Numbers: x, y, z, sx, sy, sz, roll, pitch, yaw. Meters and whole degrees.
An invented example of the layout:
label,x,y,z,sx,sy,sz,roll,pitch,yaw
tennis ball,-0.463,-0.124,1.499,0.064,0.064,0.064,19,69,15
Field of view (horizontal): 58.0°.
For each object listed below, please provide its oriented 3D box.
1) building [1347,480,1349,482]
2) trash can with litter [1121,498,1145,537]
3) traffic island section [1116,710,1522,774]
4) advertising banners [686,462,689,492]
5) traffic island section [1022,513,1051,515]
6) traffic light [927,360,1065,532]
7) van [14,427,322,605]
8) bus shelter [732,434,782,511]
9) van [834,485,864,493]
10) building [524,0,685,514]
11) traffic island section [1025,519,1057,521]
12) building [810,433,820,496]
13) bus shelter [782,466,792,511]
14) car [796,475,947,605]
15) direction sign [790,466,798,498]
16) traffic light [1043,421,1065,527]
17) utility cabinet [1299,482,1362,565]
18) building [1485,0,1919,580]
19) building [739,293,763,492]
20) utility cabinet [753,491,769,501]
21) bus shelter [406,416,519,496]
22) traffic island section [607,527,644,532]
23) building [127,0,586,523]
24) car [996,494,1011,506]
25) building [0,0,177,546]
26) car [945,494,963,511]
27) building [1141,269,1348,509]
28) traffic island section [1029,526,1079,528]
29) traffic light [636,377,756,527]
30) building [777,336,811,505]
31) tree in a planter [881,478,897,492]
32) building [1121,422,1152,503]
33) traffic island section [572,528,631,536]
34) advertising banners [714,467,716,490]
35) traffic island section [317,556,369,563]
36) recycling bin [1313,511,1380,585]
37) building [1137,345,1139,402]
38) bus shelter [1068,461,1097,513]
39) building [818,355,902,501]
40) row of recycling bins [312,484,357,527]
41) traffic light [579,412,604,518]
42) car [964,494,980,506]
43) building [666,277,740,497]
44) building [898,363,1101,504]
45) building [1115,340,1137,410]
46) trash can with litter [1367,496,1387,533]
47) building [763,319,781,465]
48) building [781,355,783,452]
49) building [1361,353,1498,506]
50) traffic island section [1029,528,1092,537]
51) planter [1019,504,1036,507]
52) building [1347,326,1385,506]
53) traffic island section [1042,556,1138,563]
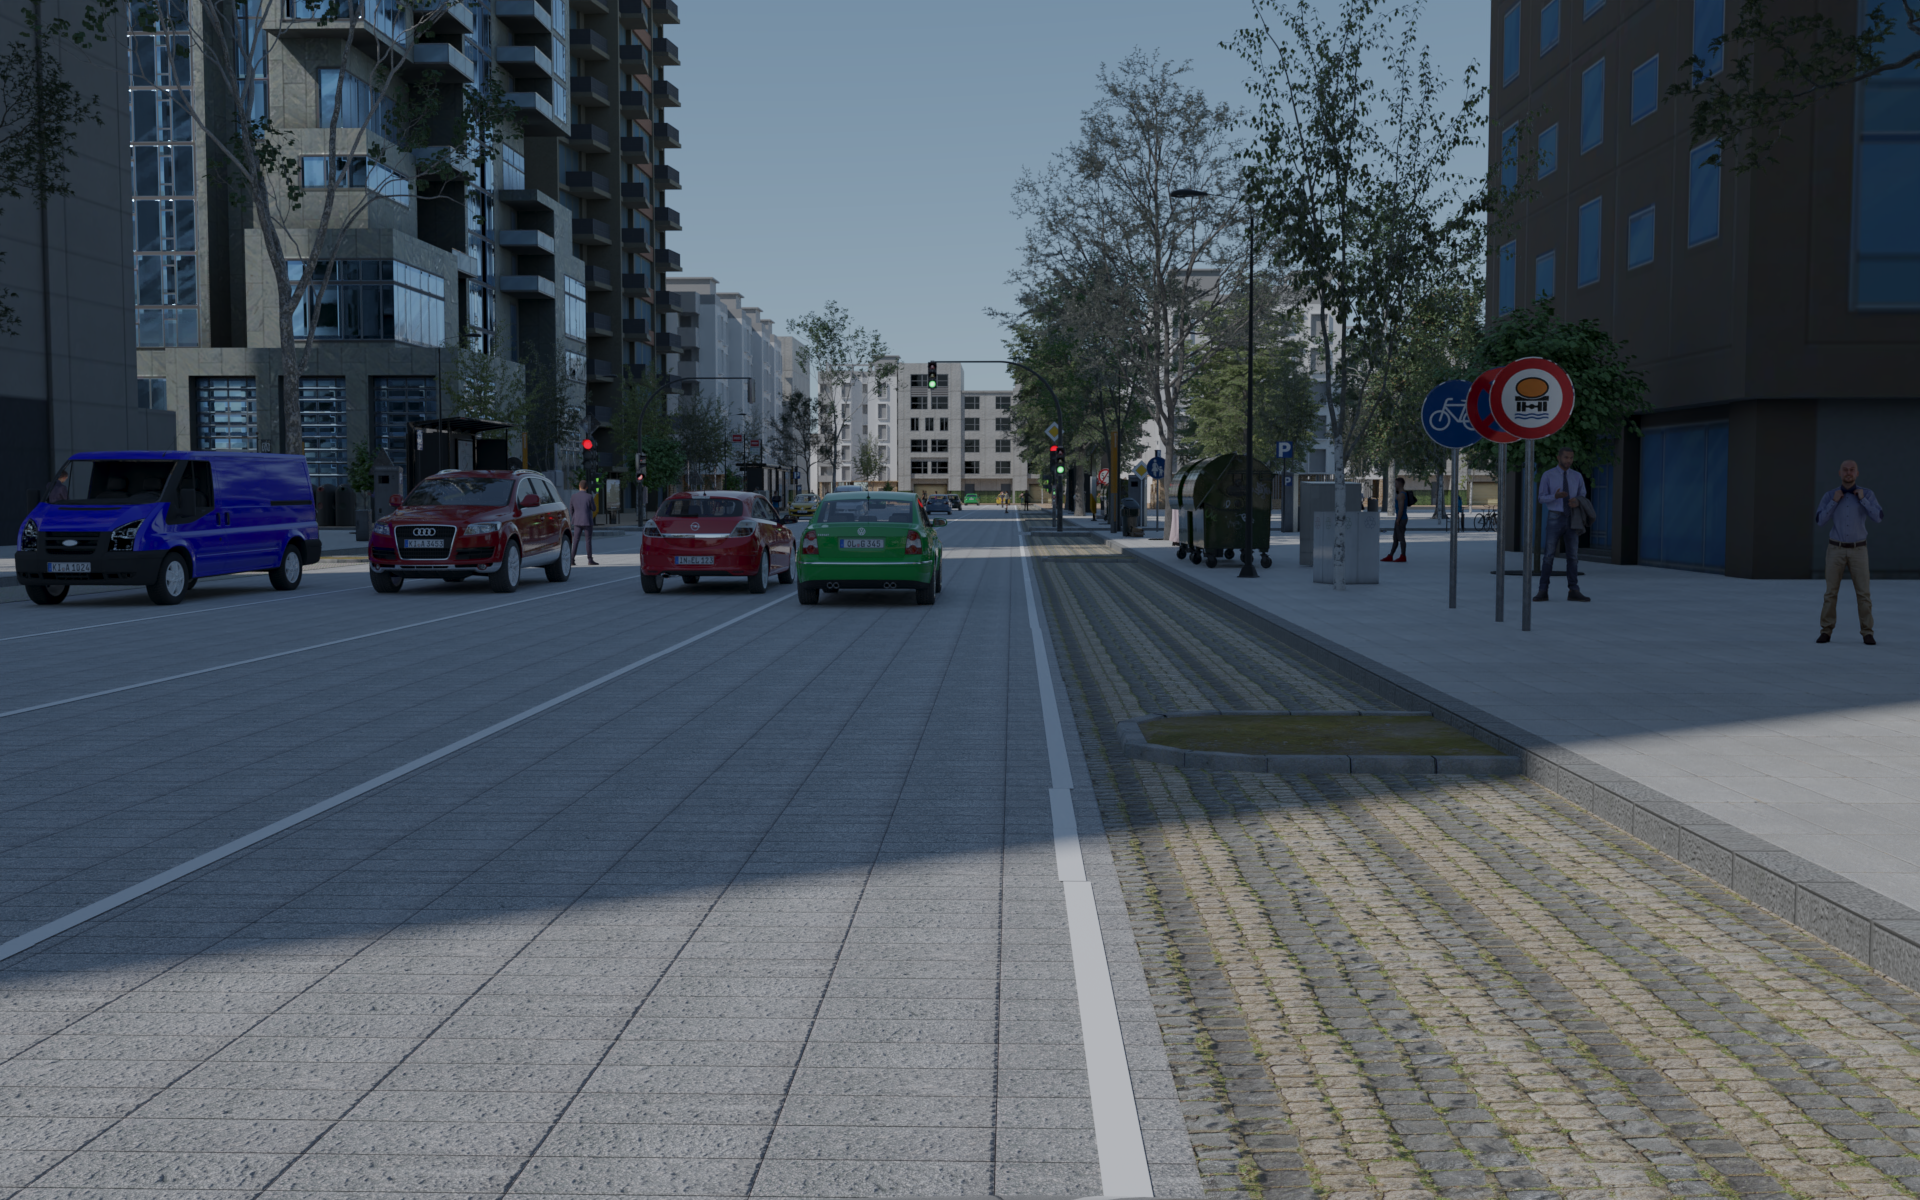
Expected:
label,x,y,z,sx,sy,sz,roll,pitch,yaw
building,39.787,-22.945,241.601,31.486,18.905,16.747,0,4,2
trash can with litter,5.236,-2.473,51.824,0.624,1.170,1.055,-1,4,-21
traffic island section,1.899,0.799,9.809,1.991,0.108,1.994,0,4,2
advertising banners,-14.397,-5.820,91.346,0.090,3.025,2.074,0,4,-2
traffic island section,5.277,-5.897,119.281,1.991,0.108,1.994,0,4,2
traffic light,1.290,-5.154,58.940,4.771,5.953,1.251,0,4,2
van,-10.934,-1.208,24.132,2.240,2.365,5.245,0,4,4
bus shelter,-14.057,-8.603,118.295,2.179,5.291,8.768,0,4,2
van,-5.214,-4.535,81.152,2.013,2.044,4.112,0,3,0
building,-31.819,-28.527,121.039,22.147,44.769,28.867,0,4,2
traffic island section,4.448,-4.250,92.350,1.991,0.108,1.994,0,4,2
building,-33.578,-18.218,240.004,28.070,9.664,9.099,0,4,2
bus shelter,-14.240,-9.295,129.610,2.179,5.291,8.768,0,4,2
car,-1.171,-0.916,23.775,1.959,1.807,4.718,0,4,1
direction sign,-13.506,-9.116,141.040,0.876,3.537,0.379,3,5,41
traffic light,3.629,-4.775,66.998,0.839,4.253,0.868,0,4,2
utility cabinet,6.637,-1.364,30.973,1.173,1.500,0.318,-2,4,-29
building,18.636,-23.301,31.088,14.600,45.320,14.200,0,4,2
building,-27.355,-18.602,160.563,16.016,20.091,11.380,0,4,2
utility cabinet,-12.970,-6.380,112.989,1.173,1.500,0.318,3,5,40
bus shelter,-15.865,-3.931,55.552,1.731,3.624,6.357,0,4,2
traffic island section,-12.485,-2.773,67.612,2.009,0.180,2.903,0,4,2
building,-32.688,-47.514,89.523,22.319,86.520,31.000,0,4,2
car,5.442,-12.652,217.079,2.015,1.641,3.980,0,4,2
building,-33.781,-36.765,39.368,20.611,71.187,20.563,0,4,2
car,-0.720,-8.596,150.326,2.009,1.686,4.222,0,4,2
building,24.307,-18.011,150.899,16.016,20.091,11.380,0,4,2
traffic island section,3.669,-2.742,67.111,2.009,0.180,2.903,0,4,2
traffic light,-10.351,-5.675,67.447,4.771,5.953,1.251,0,4,2
building,-34.231,-20.587,203.047,31.486,18.905,16.747,0,4,2
tree in a planter,-8.176,-12.209,196.840,1.991,3.239,1.994,0,4,2
building,21.493,-14.770,183.633,9.099,9.664,28.070,0,4,2
traffic island section,-12.730,-2.284,59.630,2.009,0.180,2.903,0,4,2
advertising banners,-15.680,-6.960,109.979,0.090,3.025,2.074,0,4,4
traffic island section,-13.114,-0.846,36.697,1.991,0.108,1.994,0,4,2
recycling bin,5.552,-0.755,24.903,0.722,1.027,0.722,-1,4,-14
building,25.330,-18.741,162.829,16.016,20.091,11.380,0,4,2
bus shelter,8.537,-7.851,119.644,1.731,3.624,6.357,0,4,2
building,-13.759,-23.610,242.446,11.380,20.091,16.016,0,4,2
row of recycling bins,-25.598,-3.786,69.021,3.534,1.692,1.069,1,4,17
traffic light,-12.691,-4.316,59.494,0.839,4.253,0.868,0,4,2
car,1.499,-12.521,213.518,1.959,1.807,4.718,0,4,3
building,-28.131,-17.898,149.047,16.016,20.091,11.380,0,4,2
building,7.661,-22.953,241.739,31.486,18.905,16.747,0,4,2
building,26.071,-21.226,203.458,16.016,20.091,11.380,0,4,2
trash can with litter,13.509,-2.876,58.073,2.233,1.210,1.678,-3,4,-39
building,-27.000,-19.376,173.225,16.016,20.091,11.380,0,4,2
building,-27.074,-20.112,185.253,16.016,20.091,11.380,0,4,2
building,63.540,-20.448,200.789,31.486,18.905,16.747,0,4,2
traffic island section,3.423,-2.254,59.130,2.009,0.180,2.903,0,4,2
planter,7.649,-10.737,196.693,1.991,0.319,1.994,0,4,2
building,42.110,-21.086,201.172,11.380,20.091,16.016,0,4,2
traffic island section,2.738,-0.858,36.889,1.991,0.108,1.994,0,4,2
